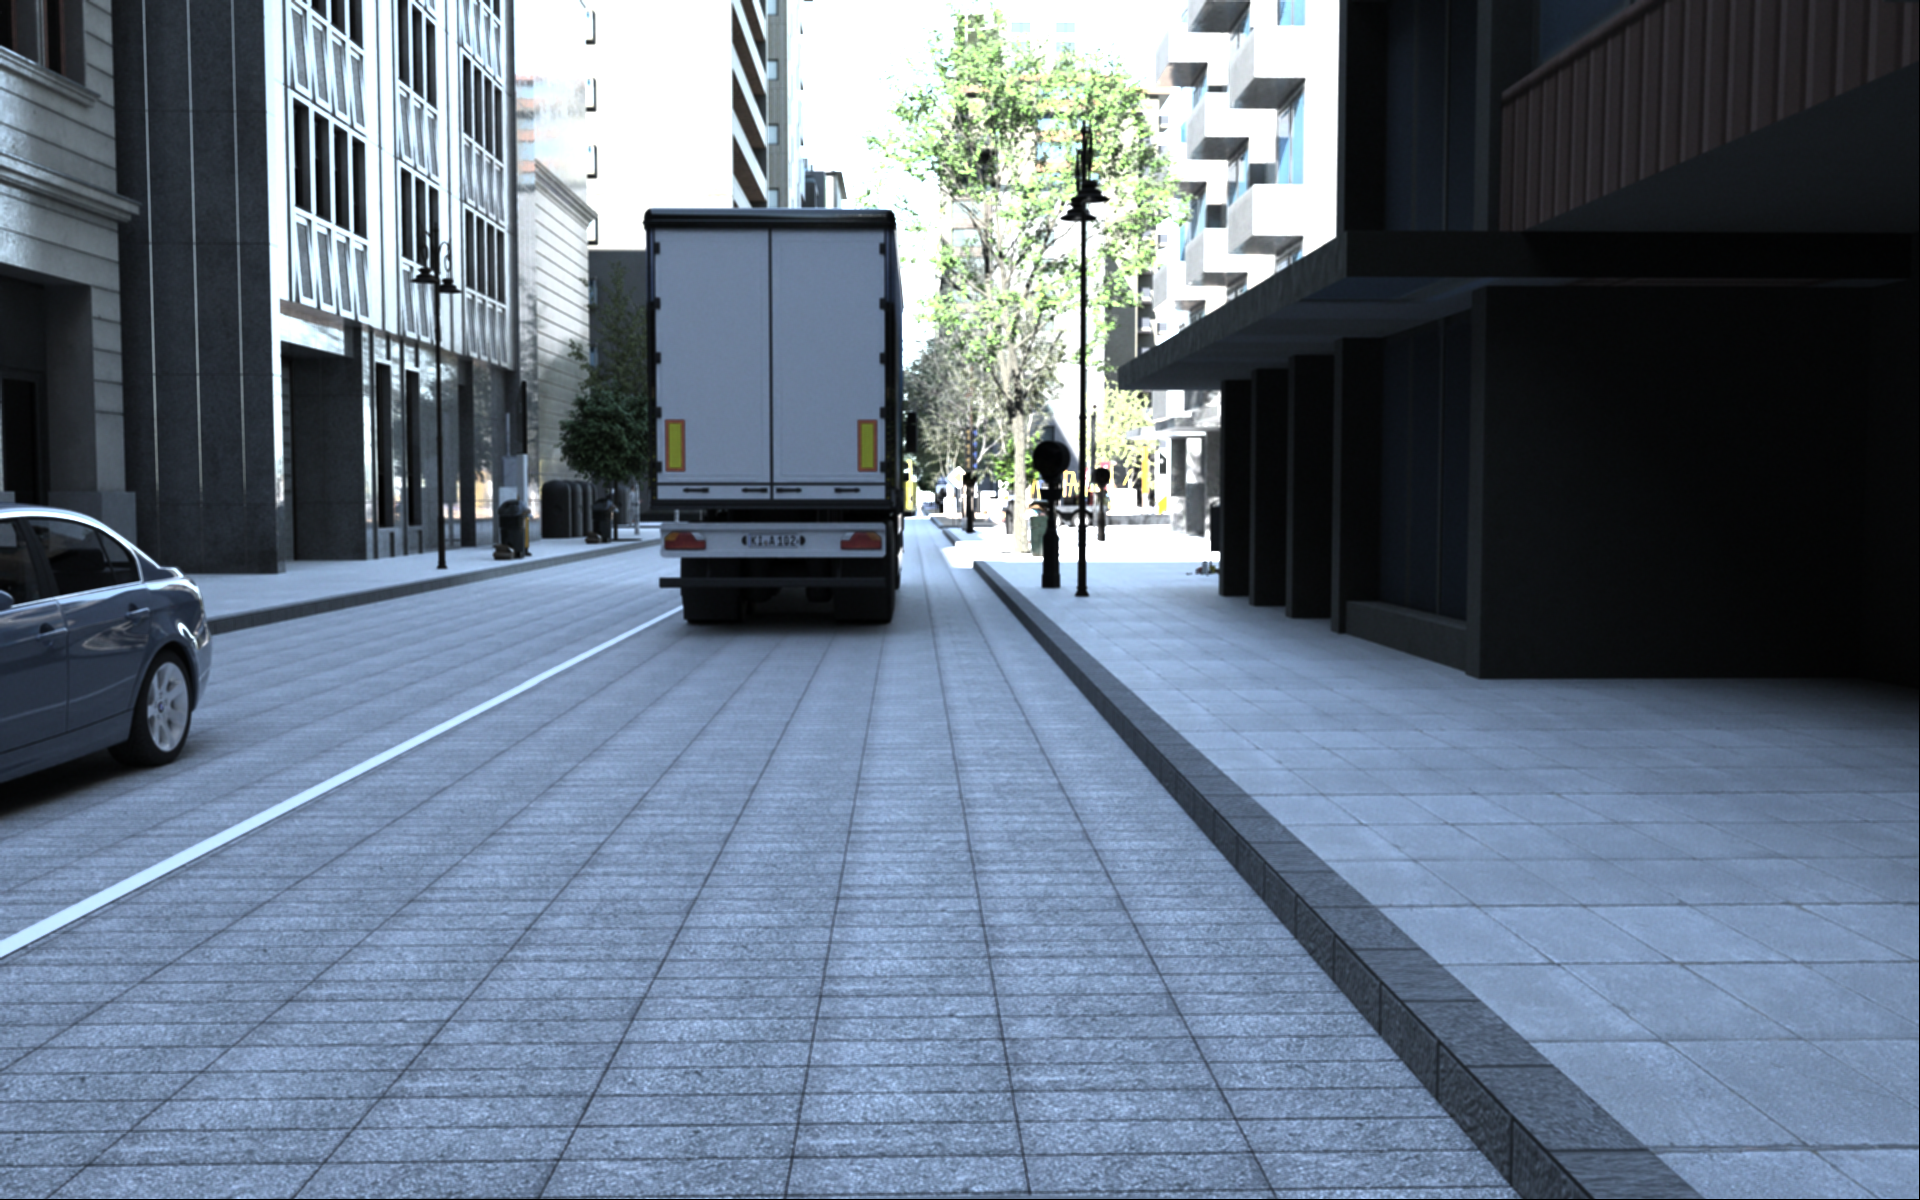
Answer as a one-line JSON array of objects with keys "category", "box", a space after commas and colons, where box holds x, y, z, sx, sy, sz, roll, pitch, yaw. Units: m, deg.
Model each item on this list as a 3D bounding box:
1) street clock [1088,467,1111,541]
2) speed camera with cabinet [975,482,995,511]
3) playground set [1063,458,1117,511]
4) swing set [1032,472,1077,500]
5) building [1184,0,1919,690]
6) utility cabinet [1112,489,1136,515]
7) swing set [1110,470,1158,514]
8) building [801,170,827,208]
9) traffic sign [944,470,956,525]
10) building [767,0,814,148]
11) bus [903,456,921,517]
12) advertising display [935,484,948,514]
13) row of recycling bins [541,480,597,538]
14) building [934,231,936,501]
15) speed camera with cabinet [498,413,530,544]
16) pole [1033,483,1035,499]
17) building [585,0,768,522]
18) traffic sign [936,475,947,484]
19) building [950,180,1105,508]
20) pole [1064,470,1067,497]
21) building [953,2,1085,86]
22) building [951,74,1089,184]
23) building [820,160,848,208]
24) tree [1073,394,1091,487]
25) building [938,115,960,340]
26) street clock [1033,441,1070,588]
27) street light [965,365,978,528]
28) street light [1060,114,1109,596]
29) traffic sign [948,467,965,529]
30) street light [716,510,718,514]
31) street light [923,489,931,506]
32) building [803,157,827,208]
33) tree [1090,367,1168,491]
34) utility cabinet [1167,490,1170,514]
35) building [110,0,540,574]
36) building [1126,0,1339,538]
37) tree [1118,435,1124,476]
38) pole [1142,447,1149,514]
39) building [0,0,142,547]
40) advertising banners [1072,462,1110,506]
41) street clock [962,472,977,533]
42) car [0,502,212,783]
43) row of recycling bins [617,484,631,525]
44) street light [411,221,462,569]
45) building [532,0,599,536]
[{"category": "street clock", "box": [3.831, -2.590, 46.919, 0.471, 2.002, 0.358, -1, 4, -16]}, {"category": "speed camera with cabinet", "box": [1.364, -7.551, 117.796, 2.038, 3.252, 0.660, -2, 4, -24]}, {"category": "playground set", "box": [10.850, -8.983, 133.648, 5.637, 4.214, 5.302, 0, 4, 2]}, {"category": "swing set", "box": [6.894, -7.740, 124.173, 3.119, 2.851, 2.862, -1, 4, -14]}, {"category": "building", "box": [13.284, -21.642, 8.466, 22.147, 44.769, 28.867, 0, 4, -2]}, {"category": "utility cabinet", "box": [7.400, -4.243, 78.048, 1.173, 1.500, 0.318, 3, 5, 44]}, {"category": "swing set", "box": [11.160, -6.871, 109.959, 2.862, 2.851, 3.119, 0, 4, -5]}, {"category": "building", "box": [-23.677, -32.374, 212.910, 14.154, 41.232, 14.086, 0, 4, -2]}, {"category": "traffic sign", "box": [-0.275, -4.172, 71.858, 0.795, 2.450, 0.064, 0, 4, -2]}, {"category": "building", "box": [-28.386, -34.923, 160.224, 28.713, 52.752, 27.495, 0, 4, -2]}, {"category": "bus", "box": [-4.134, -7.306, 111.002, 2.896, 3.916, 12.252, 0, 4, 0]}, {"category": "advertising display", "box": [-1.162, -6.665, 114.181, 0.974, 1.923, 0.123, -1, 4, -20]}, {"category": "row of recycling bins", "box": [-11.620, -2.732, 51.781, 1.069, 1.692, 3.534, 0, 4, 4]}, {"category": "building", "box": [6.378, -41.090, 295.525, 21.300, 48.544, 21.600, 0, 4, -2]}, {"category": "speed camera with cabinet", "box": [-10.739, -2.897, 41.694, 0.660, 3.252, 2.038, -1, 4, -10]}, {"category": "pole", "box": [6.199, -9.220, 144.592, 0.158, 3.312, 0.155, 0, 3, 0]}, {"category": "building", "box": [-21.396, -28.446, 88.793, 21.300, 48.544, 21.600, 0, 4, -2]}, {"category": "traffic sign", "box": [-1.249, -7.229, 118.308, 0.768, 2.556, 0.104, 0, 4, 5]}, {"category": "building", "box": [6.066, -23.979, 163.763, 14.160, 30.474, 14.107, 0, 4, -2]}, {"category": "pole", "box": [8.307, -8.730, 136.580, 0.158, 3.312, 0.155, 0, 3, 0]}, {"category": "building", "box": [7.242, -50.140, 258.044, 20.563, 71.187, 20.611, 0, 4, -2]}, {"category": "building", "box": [10.305, -32.438, 184.980, 22.147, 44.769, 28.867, 0, 4, -2]}, {"category": "building", "box": [-32.434, -41.965, 275.373, 28.713, 52.752, 27.495, 0, 4, -2]}, {"category": "tree", "box": [9.520, -10.311, 118.945, 4.737, 8.622, 4.395, 0, 3, 0]}, {"category": "building", "box": [8.217, -35.859, 210.001, 21.300, 48.544, 21.600, 0, 4, -2]}, {"category": "street clock", "box": [1.248, -1.169, 23.691, 0.471, 2.002, 0.358, 2, 4, 32]}, {"category": "street light", "box": [0.414, -5.482, 62.425, 0.468, 5.910, 1.993, 0, 4, -2]}, {"category": "street light", "box": [1.534, -2.986, 21.604, 0.468, 5.910, 1.993, 0, 4, -2]}, {"category": "traffic sign", "box": [-0.040, -3.684, 63.876, 0.795, 2.450, 0.064, 0, 4, -2]}, {"category": "street light", "box": [-10.184, -6.092, 72.393, 0.468, 5.910, 1.993, 0, 4, -2]}, {"category": "street light", "box": [-4.288, -15.311, 223.121, 0.468, 5.910, 1.993, 0, 4, -2]}, {"category": "building", "box": [-30.237, -38.326, 246.231, 23.786, 49.044, 30.456, 0, 4, -2]}, {"category": "tree", "box": [9.888, -9.133, 99.695, 4.737, 8.622, 4.395, 0, 3, 0]}, {"category": "utility cabinet", "box": [11.078, -4.820, 87.488, 1.173, 1.500, 0.318, 0, 4, 2]}, {"category": "building", "box": [-17.257, -13.381, 36.799, 12.078, 24.808, 19.932, 0, 4, -2]}, {"category": "building", "box": [17.411, -26.083, 46.064, 23.786, 49.044, 30.456, 0, 4, -2]}, {"category": "tree", "box": [11.974, -11.935, 145.496, 4.360, 8.622, 3.978, 0, 3, 0]}, {"category": "pole", "box": [8.083, -5.012, 75.785, 0.158, 3.312, 0.155, 0, 3, 0]}, {"category": "building", "box": [-18.691, -13.910, 14.826, 14.401, 28.519, 23.554, 0, 4, -2]}, {"category": "advertising banners", "box": [7.107, -5.985, 94.042, 2.074, 3.025, 0.090, 0, 4, 1]}, {"category": "street clock", "box": [0.320, -3.188, 56.693, 0.471, 2.002, 0.358, 0, 4, -4]}, {"category": "car", "box": [-5.044, 0.251, 7.895, 2.014, 1.417, 4.499, 0, 3, 0]}, {"category": "row of recycling bins", "box": [-14.384, -4.043, 73.216, 1.069, 1.692, 3.534, 0, 4, -7]}, {"category": "street light", "box": [-8.912, -3.476, 29.621, 0.468, 5.910, 1.993, 0, 4, -2]}, {"category": "building", "box": [-24.978, -15.751, 54.796, 25.104, 27.353, 12.463, 0, 4, -2]}]
